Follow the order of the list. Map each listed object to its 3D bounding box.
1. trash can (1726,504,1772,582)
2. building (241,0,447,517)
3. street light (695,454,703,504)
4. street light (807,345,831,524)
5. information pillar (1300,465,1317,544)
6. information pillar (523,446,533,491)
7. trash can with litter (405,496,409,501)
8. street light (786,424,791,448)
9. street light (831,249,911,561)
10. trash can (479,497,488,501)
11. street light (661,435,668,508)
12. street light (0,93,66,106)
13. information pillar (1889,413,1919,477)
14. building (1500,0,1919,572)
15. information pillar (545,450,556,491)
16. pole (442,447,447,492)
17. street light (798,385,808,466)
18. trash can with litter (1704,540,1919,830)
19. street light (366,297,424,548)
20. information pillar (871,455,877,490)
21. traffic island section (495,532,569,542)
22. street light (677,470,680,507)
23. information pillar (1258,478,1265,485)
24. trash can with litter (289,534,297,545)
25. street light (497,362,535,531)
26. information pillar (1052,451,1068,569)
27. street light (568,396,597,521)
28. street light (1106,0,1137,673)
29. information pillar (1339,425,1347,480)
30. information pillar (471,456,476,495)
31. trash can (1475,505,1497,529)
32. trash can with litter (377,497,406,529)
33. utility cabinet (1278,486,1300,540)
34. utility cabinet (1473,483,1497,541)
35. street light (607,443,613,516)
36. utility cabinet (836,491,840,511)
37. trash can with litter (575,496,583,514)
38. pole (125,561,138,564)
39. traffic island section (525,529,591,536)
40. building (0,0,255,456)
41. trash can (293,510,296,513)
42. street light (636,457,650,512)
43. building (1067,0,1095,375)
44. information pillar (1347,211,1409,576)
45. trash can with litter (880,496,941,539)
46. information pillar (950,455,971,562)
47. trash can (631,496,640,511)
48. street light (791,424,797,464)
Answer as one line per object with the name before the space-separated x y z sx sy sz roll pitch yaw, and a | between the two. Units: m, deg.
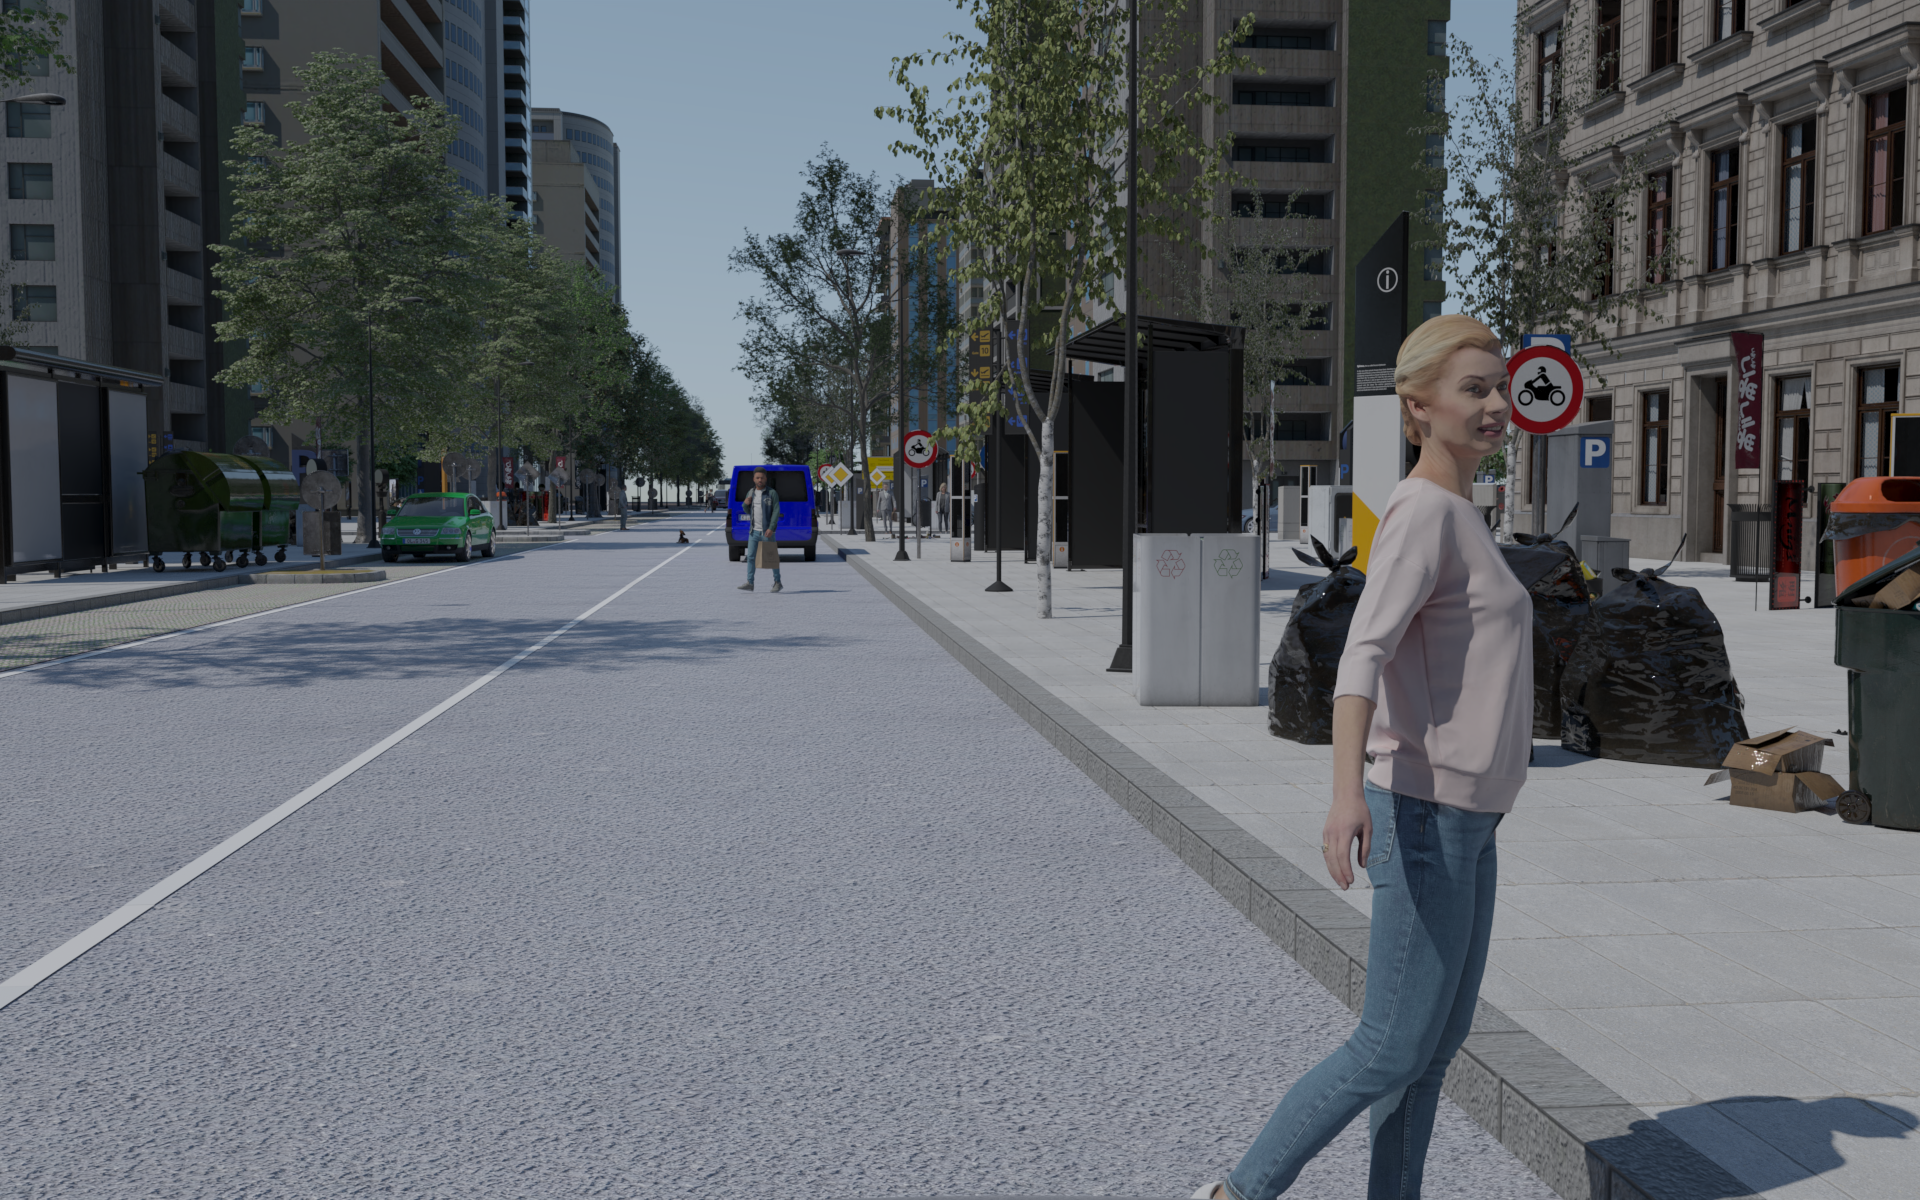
trash can | 11.618 -0.839 25.367 0.748 1.137 0.748 0 3 0
building | -44.401 -29.532 106.547 21.300 48.544 21.600 0 4 -6
street light | -30.652 -13.843 198.876 1.470 5.913 1.316 0 4 -6
street light | -3.902 -4.972 53.832 1.470 5.913 1.316 0 4 -6
information pillar | 8.908 -2.434 44.290 0.304 2.012 0.304 -3 4 -38
information pillar | -20.828 -5.636 83.509 0.504 3.616 0.183 1 4 14
trash can with litter | -41.021 -7.121 127.488 1.678 1.210 2.233 -1 4 -20
street light | -10.671 -8.715 115.026 1.470 5.913 1.316 0 4 -6
street light | -1.653 -3.702 33.074 1.470 5.913 1.316 0 4 -6
trash can | -21.388 -4.105 78.771 0.748 1.137 0.748 0 3 0
street light | -23.978 -10.033 136.573 1.470 5.913 1.316 0 4 -6
street light | -11.072 -2.915 20.197 1.470 5.913 1.316 0 4 -6
information pillar | 8.691 -0.698 15.907 0.304 2.012 0.304 2 4 28
building | 18.456 -10.234 31.951 10.561 19.102 19.286 0 4 -6
information pillar | -19.567 -5.586 82.684 0.504 3.616 0.183 -1 4 -16
pole | -21.972 -4.893 73.848 0.158 3.312 0.155 0 3 0
street light | -5.967 -6.150 73.100 1.470 5.913 1.316 0 4 -6
trash can with litter | 3.516 0.277 6.858 0.624 1.170 1.055 -3 5 -43
street light | -13.349 -4.183 40.940 1.470 5.913 1.316 0 4 -6
information pillar | -5.192 -6.879 103.827 0.504 3.616 0.183 1 4 16
traffic island section | -13.220 -1.876 52.945 2.009 0.180 2.903 0 4 -6
street light | -26.117 -11.306 157.388 1.470 5.913 1.316 0 4 -6
information pillar | 13.463 -4.468 77.540 0.304 2.012 0.304 -1 4 -14
trash can with litter | -16.920 -1.957 43.392 1.055 1.170 0.624 -2 4 -33
street light | -15.642 -5.407 60.941 1.470 5.913 1.316 0 4 -6
information pillar | 1.742 -1.546 29.767 0.304 2.012 0.304 0 4 -2
street light | -17.904 -6.702 82.118 1.470 5.913 1.316 0 4 -6
street light | 0.691 -2.434 12.339 1.470 5.913 1.316 0 4 -6
information pillar | 12.228 -3.885 54.872 0.504 3.616 0.183 -2 4 -27
information pillar | -29.837 -7.015 106.045 0.183 3.616 0.504 2 4 34
trash can | 6.256 -0.600 21.465 0.748 1.137 0.748 0 3 0
trash can with litter | -19.857 -3.004 60.502 1.055 1.170 0.624 0 4 7
utility cabinet | 9.437 -2.418 48.213 1.173 1.500 0.318 -1 4 -19
utility cabinet | 10.156 -1.602 34.869 1.173 1.500 0.318 2 4 31
street light | -20.295 -7.977 102.969 1.470 5.913 1.316 0 4 -6
utility cabinet | -9.315 -7.431 130.173 0.318 1.500 1.173 -3 5 -41
trash can with litter | -28.582 -7.283 130.463 0.624 1.170 1.055 0 4 8
pole | -15.140 -2.307 31.564 0.158 3.312 0.155 0 3 0
traffic island section | -14.091 -2.361 60.883 2.009 0.180 2.903 0 4 -6
building | -41.519 -18.761 78.446 14.160 30.474 14.107 0 4 -6
trash can | -19.163 -2.297 49.208 0.748 1.137 0.748 0 3 0
street light | -22.474 -9.247 123.722 1.470 5.913 1.316 0 4 -6
building | 14.435 -27.704 103.065 14.600 45.320 14.200 0 4 -6
information pillar | 3.549 -1.422 14.602 0.183 3.616 0.504 -3 5 -41
trash can with litter | -1.428 -2.387 50.080 2.233 1.210 1.678 -3 4 -36
information pillar | 0.015 -1.722 32.646 0.304 2.012 0.304 2 4 29
trash can | -24.367 -7.252 130.228 0.748 1.137 0.748 0 3 0
street light | -8.270 -7.419 93.839 1.470 5.913 1.316 0 4 -6
